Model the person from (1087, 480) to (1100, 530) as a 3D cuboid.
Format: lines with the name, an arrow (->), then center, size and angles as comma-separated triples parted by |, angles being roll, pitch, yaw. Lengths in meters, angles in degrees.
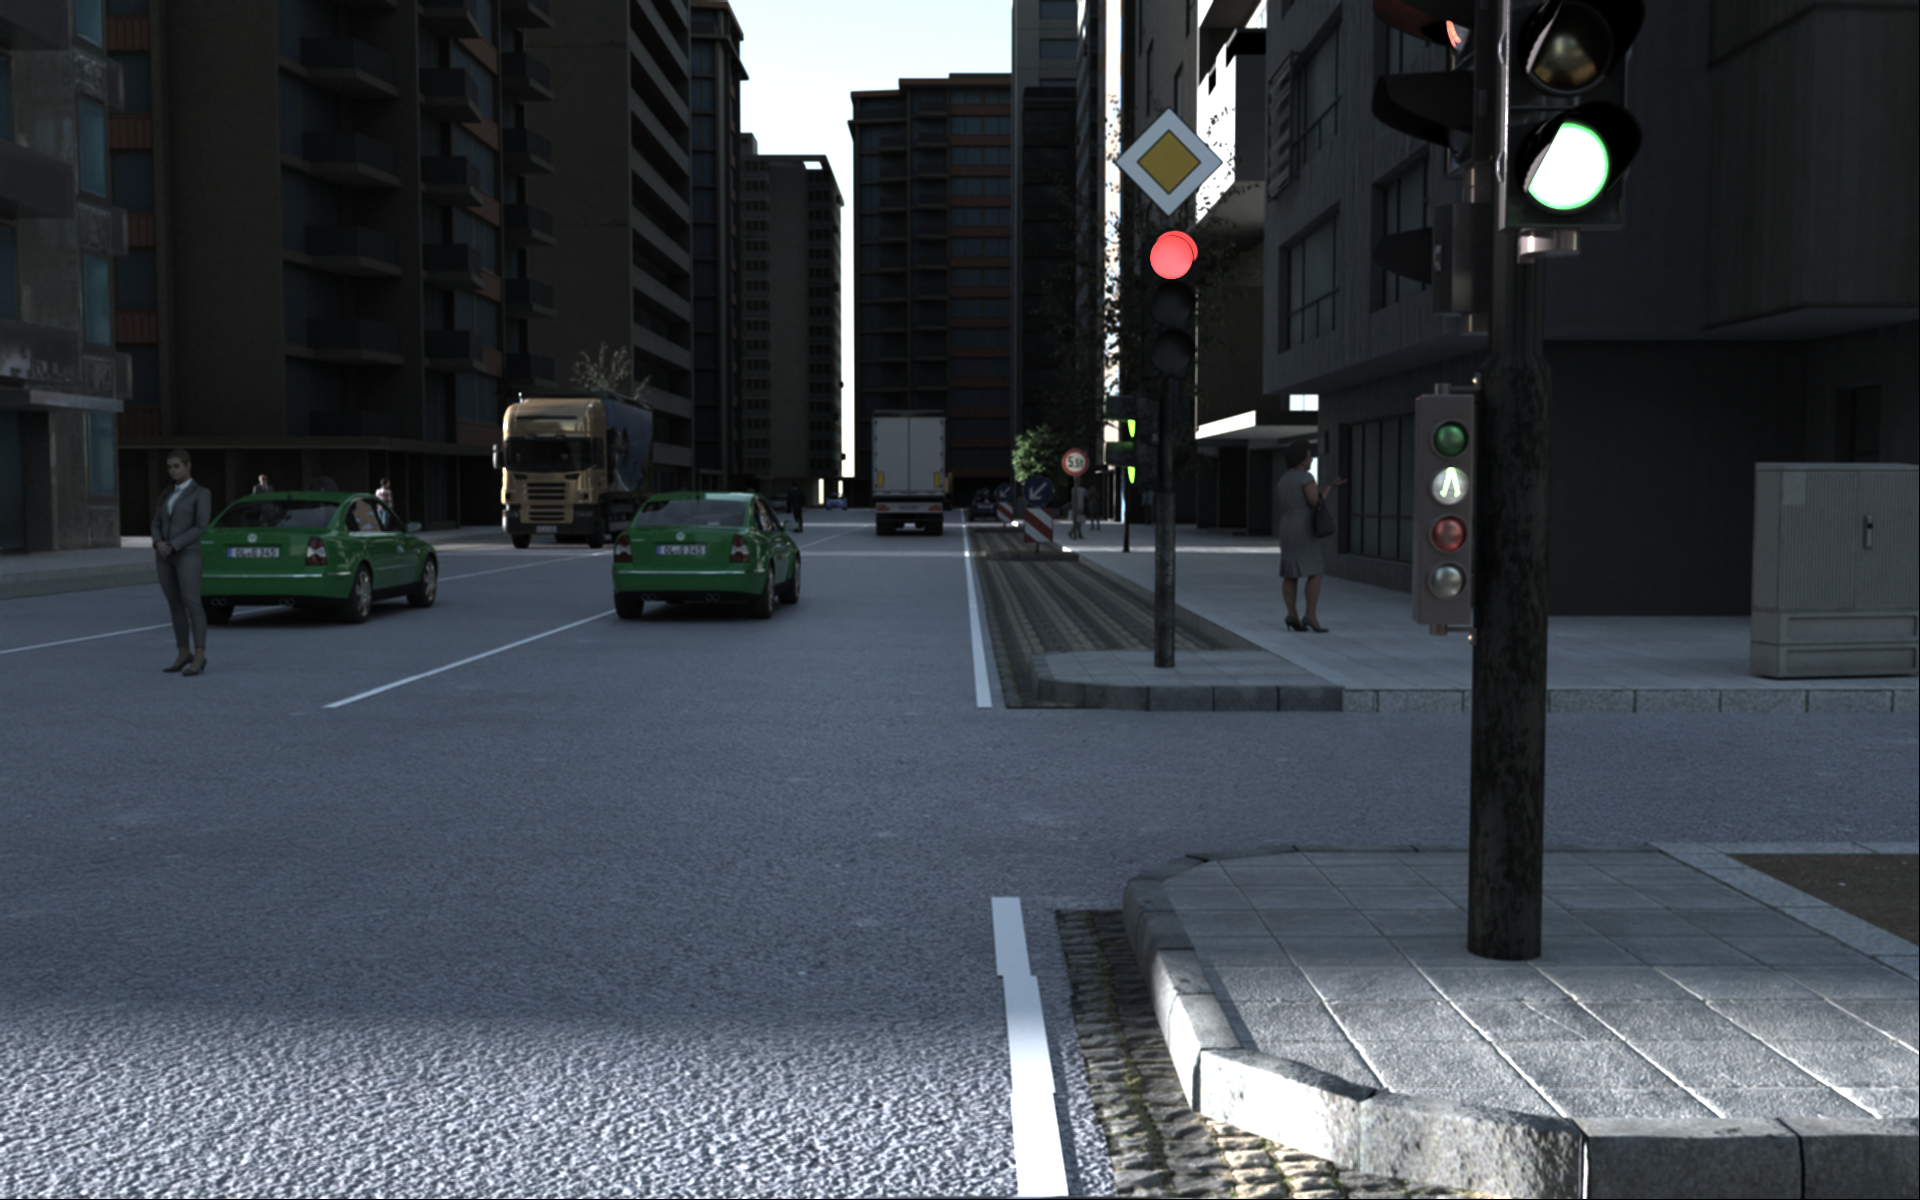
person -> 4.746, -3.390, 61.817 | 0.599, 1.781, 0.374 | -1, 4, -23

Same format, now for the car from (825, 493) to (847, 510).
car -> -11.148, -8.987, 156.530 | 1.945, 1.707, 3.694 | 0, 4, 2

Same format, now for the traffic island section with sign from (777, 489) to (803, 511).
traffic island section with sign -> -13.957, -8.184, 142.442 | 1.989, 1.847, 2.006 | 0, 3, 0

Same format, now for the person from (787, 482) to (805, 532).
person -> -6.164, -3.494, 64.982 | 0.648, 1.900, 0.474 | -3, 5, -40

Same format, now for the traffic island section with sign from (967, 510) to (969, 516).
traffic island section with sign -> 1.556, -6.483, 114.617 | 1.989, 1.847, 2.006 | 0, 3, 0

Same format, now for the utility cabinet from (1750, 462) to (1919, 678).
utility cabinet -> 6.159, -0.210, 12.108 | 1.173, 1.500, 0.318 | -1, 4, -12

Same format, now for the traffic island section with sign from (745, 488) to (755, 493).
traffic island section with sign -> -13.966, -6.528, 115.354 | 1.989, 1.847, 2.006 | 0, 3, 0

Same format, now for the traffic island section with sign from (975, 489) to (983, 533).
traffic island section with sign -> 1.549, -3.427, 64.663 | 1.989, 1.847, 2.006 | 0, 3, 0

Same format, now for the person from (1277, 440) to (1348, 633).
person -> 3.291, -0.594, 16.114 | 0.532, 1.782, 0.716 | -2, 4, -25

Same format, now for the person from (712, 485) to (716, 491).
person -> -16.595, -6.781, 116.545 | 0.705, 1.869, 1.348 | -2, 4, -25

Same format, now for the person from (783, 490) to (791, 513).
person -> -12.727, -7.276, 128.172 | 0.721, 1.735, 1.217 | 2, 4, 26

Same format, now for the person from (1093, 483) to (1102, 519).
person -> 7.115, -5.116, 89.553 | 0.599, 1.838, 0.709 | 0, 4, 3

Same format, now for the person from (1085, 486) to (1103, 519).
person -> 6.939, -5.114, 90.376 | 1.217, 1.735, 0.721 | 0, 4, -1

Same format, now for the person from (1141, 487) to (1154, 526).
person -> 7.491, -3.836, 68.775 | 0.620, 1.820, 0.660 | 2, 4, 32

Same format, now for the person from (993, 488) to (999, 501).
person -> 3.249, -8.937, 152.036 | 0.709, 1.838, 0.599 | 0, 4, 2

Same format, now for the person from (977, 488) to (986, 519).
person -> 1.304, -5.571, 100.102 | 1.217, 1.766, 0.721 | 1, 4, 23

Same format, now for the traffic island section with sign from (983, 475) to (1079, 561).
traffic island section with sign -> 1.558, -1.779, 37.708 | 1.989, 1.847, 2.006 | 0, 3, 0

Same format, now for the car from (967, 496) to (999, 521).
car -> 1.336, -4.847, 91.835 | 1.945, 1.354, 3.894 | 0, 4, 0

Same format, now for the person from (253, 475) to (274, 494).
person -> -18.650, -2.466, 46.543 | 0.661, 1.801, 0.590 | -3, 4, -38

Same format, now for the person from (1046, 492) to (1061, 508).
person -> 4.645, -5.054, 89.467 | 1.217, 1.735, 0.721 | -1, 4, -17

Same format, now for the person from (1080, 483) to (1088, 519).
person -> 6.222, -5.097, 89.242 | 0.709, 1.838, 0.599 | -1, 4, -18

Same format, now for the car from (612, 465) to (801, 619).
car -> -3.024, -0.764, 21.281 | 1.959, 1.807, 4.718 | 0, 4, 1

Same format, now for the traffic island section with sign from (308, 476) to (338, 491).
traffic island section with sign -> -13.979, -1.770, 37.561 | 1.989, 1.847, 2.006 | 0, 3, 0

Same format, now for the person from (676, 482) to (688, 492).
person -> -8.370, -2.700, 52.753 | 0.694, 1.812, 0.767 | -1, 4, -11

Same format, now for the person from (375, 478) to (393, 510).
person -> -16.127, -2.543, 48.459 | 0.563, 1.720, 0.643 | 2, 4, 27

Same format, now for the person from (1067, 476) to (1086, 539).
person -> 3.300, -2.625, 49.306 | 0.624, 1.780, 0.694 | -1, 4, -16

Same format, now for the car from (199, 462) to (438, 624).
car -> -7.521, -0.714, 20.469 | 1.959, 1.807, 4.718 | 0, 4, -2

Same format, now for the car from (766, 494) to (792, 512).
car -> -14.193, -7.579, 135.914 | 2.014, 1.417, 4.499 | 0, 4, 0

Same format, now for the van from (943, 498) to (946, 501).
van -> -1.787, -5.501, 96.960 | 2.013, 2.044, 4.112 | 0, 4, 0

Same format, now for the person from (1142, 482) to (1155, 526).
person -> 7.587, -3.889, 69.810 | 0.511, 1.800, 0.466 | 1, 4, 20

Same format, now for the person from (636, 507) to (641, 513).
person -> -6.906, -1.493, 38.403 | 0.738, 1.151, 1.012 | 1, 4, 23
